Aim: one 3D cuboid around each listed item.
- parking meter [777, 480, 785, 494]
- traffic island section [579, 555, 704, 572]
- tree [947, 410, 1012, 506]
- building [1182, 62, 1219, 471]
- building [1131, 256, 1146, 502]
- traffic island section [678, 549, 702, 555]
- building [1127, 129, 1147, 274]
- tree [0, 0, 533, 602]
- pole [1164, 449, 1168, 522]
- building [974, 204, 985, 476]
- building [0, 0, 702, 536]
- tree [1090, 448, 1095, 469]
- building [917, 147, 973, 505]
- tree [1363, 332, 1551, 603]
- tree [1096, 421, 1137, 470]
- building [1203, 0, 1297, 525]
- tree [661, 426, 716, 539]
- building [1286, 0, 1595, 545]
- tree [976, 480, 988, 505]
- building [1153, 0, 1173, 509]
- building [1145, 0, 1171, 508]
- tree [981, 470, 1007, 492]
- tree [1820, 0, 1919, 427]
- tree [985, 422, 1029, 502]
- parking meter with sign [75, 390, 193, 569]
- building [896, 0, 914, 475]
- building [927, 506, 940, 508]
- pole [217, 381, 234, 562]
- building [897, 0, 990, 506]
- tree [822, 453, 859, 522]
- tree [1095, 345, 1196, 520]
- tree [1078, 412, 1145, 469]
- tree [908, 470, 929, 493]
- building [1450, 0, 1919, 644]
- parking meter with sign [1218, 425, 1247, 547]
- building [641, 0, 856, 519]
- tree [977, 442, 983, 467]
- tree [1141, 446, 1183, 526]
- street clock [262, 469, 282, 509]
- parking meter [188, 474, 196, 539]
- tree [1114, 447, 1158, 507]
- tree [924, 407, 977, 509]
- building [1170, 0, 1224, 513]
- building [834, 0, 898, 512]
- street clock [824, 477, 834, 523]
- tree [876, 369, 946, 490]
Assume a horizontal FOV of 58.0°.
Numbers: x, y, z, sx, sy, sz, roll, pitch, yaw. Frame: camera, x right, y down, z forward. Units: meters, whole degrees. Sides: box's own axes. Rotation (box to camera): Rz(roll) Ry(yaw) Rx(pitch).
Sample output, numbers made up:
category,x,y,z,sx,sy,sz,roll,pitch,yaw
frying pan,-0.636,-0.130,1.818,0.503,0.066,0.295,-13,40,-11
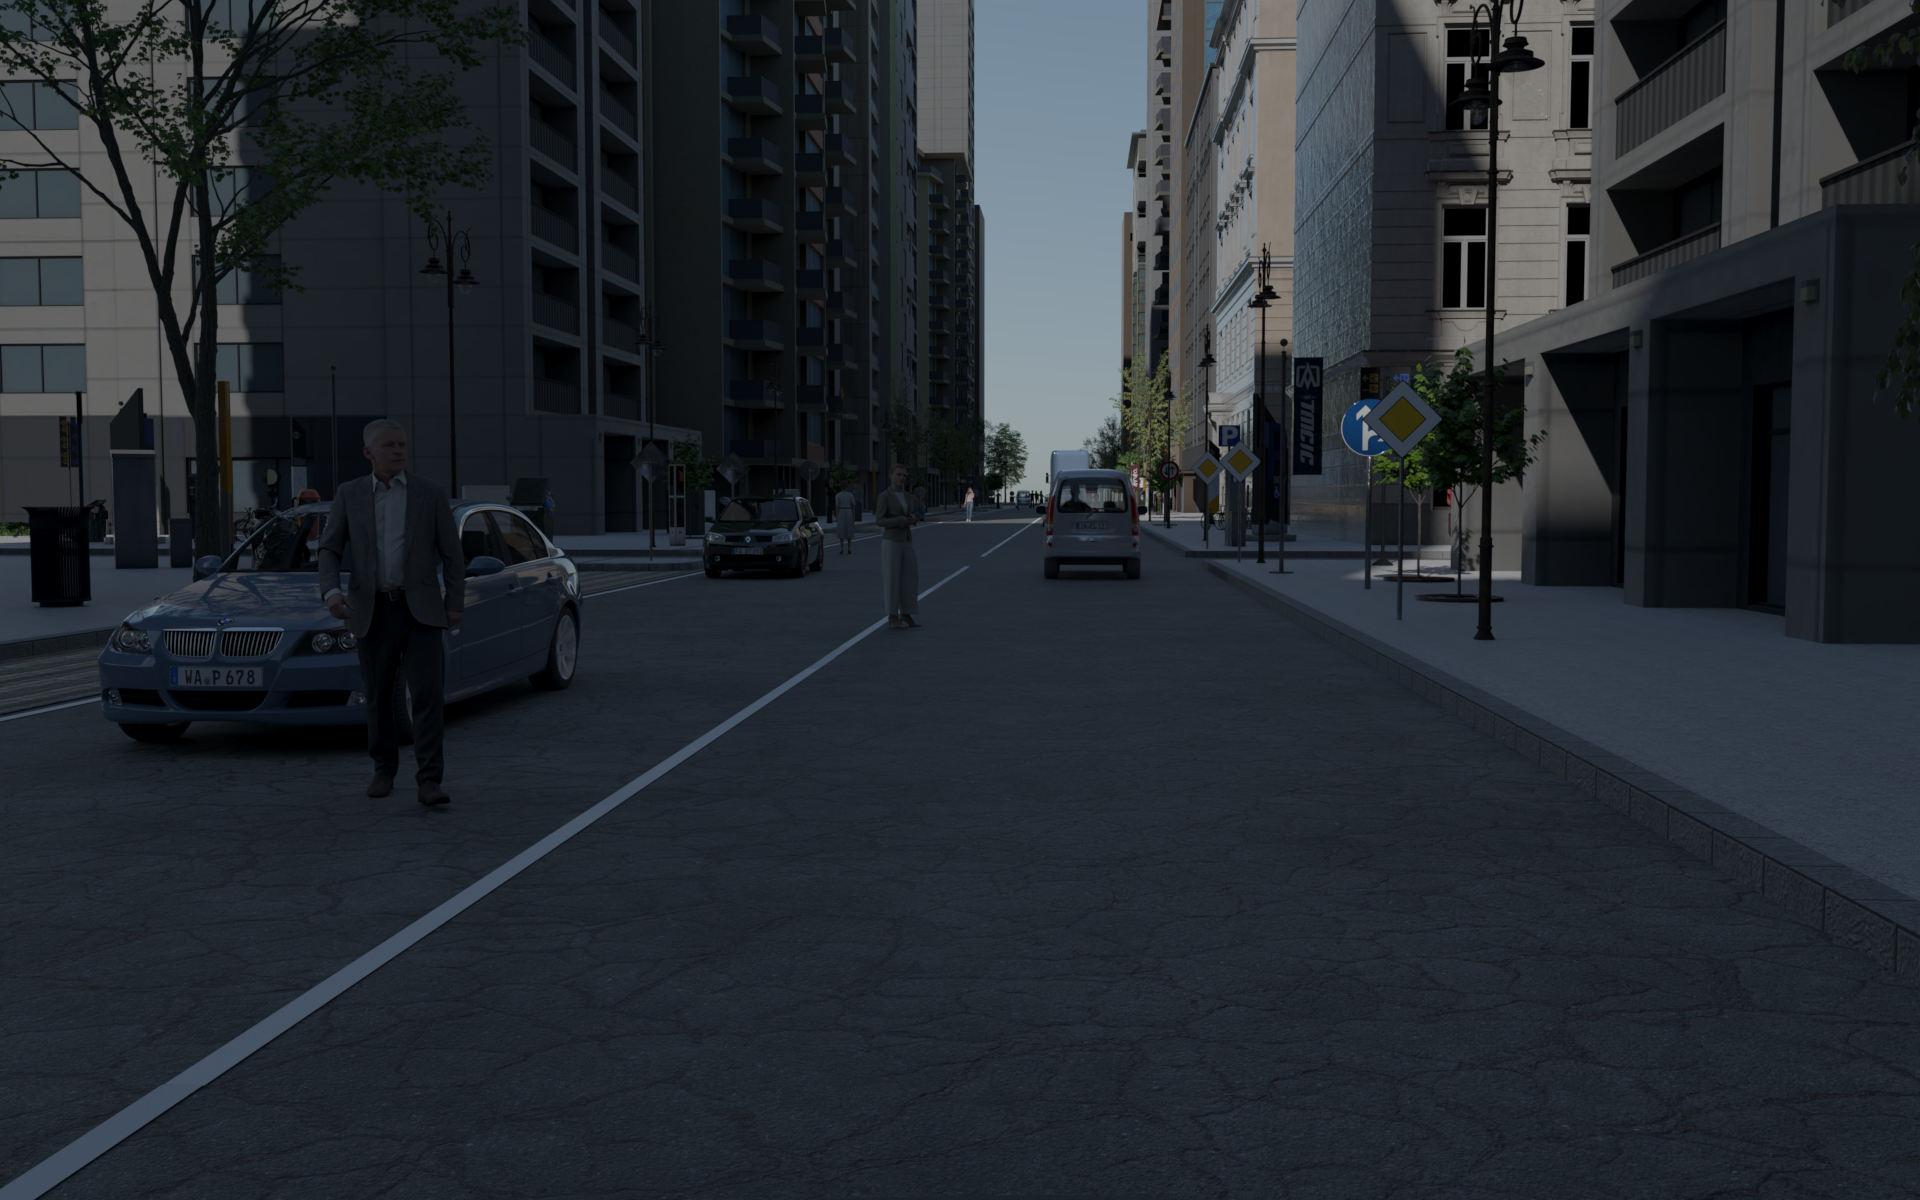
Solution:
category,x,y,z,sx,sy,sz,roll,pitch,yaw
parking meter,-7.243,-3.917,69.755,0.399,1.863,0.255,0,4,-4
traffic island section,-5.953,-0.672,33.276,2.009,0.180,2.903,0,4,4
tree,2.440,-15.809,192.896,7.601,10.594,8.767,1,4,21
building,21.055,-18.894,102.432,14.314,27.812,24.014,0,4,4
building,28.430,-26.843,210.580,14.160,30.474,14.107,0,4,4
traffic island section,-5.417,-1.160,41.243,2.009,0.180,2.903,0,4,4
building,38.215,-40.096,244.813,28.713,52.752,27.495,0,4,4
tree,-9.136,-5.785,20.345,9.928,11.665,9.643,0,3,0
pole,9.349,-5.178,78.510,0.158,3.312,0.155,0,3,0
building,-3.555,-37.337,260.573,14.600,45.320,14.200,0,4,4
building,-20.602,-38.146,61.946,20.563,71.187,20.611,0,4,4
tree,16.118,-14.140,181.548,4.737,8.622,4.395,0,3,0
building,-9.817,-34.436,217.649,22.147,44.769,28.867,0,4,4
tree,5.920,-1.599,20.746,1.663,3.219,1.824,0,3,0
tree,15.800,-13.491,170.947,4.360,8.622,3.978,0,3,0
building,18.834,-17.973,79.760,13.634,28.700,20.117,0,4,4
tree,-7.877,-3.367,49.656,1.663,3.219,1.824,0,3,0
building,32.134,-16.671,48.982,44.131,29.872,17.030,0,4,4
tree,3.063,-13.385,213.445,1.663,3.219,1.824,0,3,0
building,27.502,-29.953,144.359,22.147,44.769,28.867,0,4,4
building,29.064,-38.556,172.386,21.231,58.520,28.212,0,4,4
tree,4.431,-14.885,227.077,4.285,4.588,4.351,0,3,0
tree,4.460,-3.460,6.940,4.360,8.622,3.978,0,3,0
tree,7.277,-21.779,274.210,7.486,12.596,7.792,0,3,0
parking meter with sign,-14.204,-2.052,29.812,1.738,3.016,0.543,-2,4,-29
building,-18.215,-33.971,144.666,28.713,52.752,27.495,0,4,4
building,-12.519,-44.620,167.783,20.563,71.187,20.611,0,4,4
pole,-13.284,-2.293,31.338,0.158,3.312,0.155,0,3,0
building,-6.247,-49.129,241.504,20.563,71.187,20.611,0,4,4
tree,-5.632,-5.236,80.207,1.663,3.219,1.824,0,3,0
tree,9.621,-8.336,86.658,4.737,8.622,4.395,0,3,0
tree,17.192,-16.123,198.022,8.767,10.594,7.601,0,4,5
tree,-3.139,-7.958,124.711,1.663,3.219,1.824,0,3,0
building,17.870,-35.366,16.490,20.563,71.187,20.611,0,4,4
parking meter with sign,6.807,-2.856,42.954,0.543,3.016,1.738,0,4,-1
building,-17.670,-26.995,95.987,22.147,44.769,28.867,0,4,4
tree,-0.013,-12.746,158.753,4.737,8.622,4.395,0,3,0
tree,8.222,-4.648,70.596,1.663,3.219,1.824,0,3,0
street clock,-19.810,-2.773,49.906,0.471,2.002,0.358,0,4,8
parking meter,-21.773,-2.663,49.252,0.255,1.863,0.399,-1,4,-21
tree,12.212,-8.318,119.713,4.285,4.588,4.351,0,3,0
tree,-1.325,-11.961,145.930,4.737,8.622,4.395,0,3,0
building,22.197,-28.907,122.732,14.600,45.320,14.200,0,4,4
building,-12.136,-26.911,123.590,14.154,41.232,14.086,0,4,4
street clock,-5.692,-4.340,75.536,0.358,2.002,0.471,2,4,27
tree,-3.214,-9.267,101.883,4.360,8.622,3.978,0,3,0
